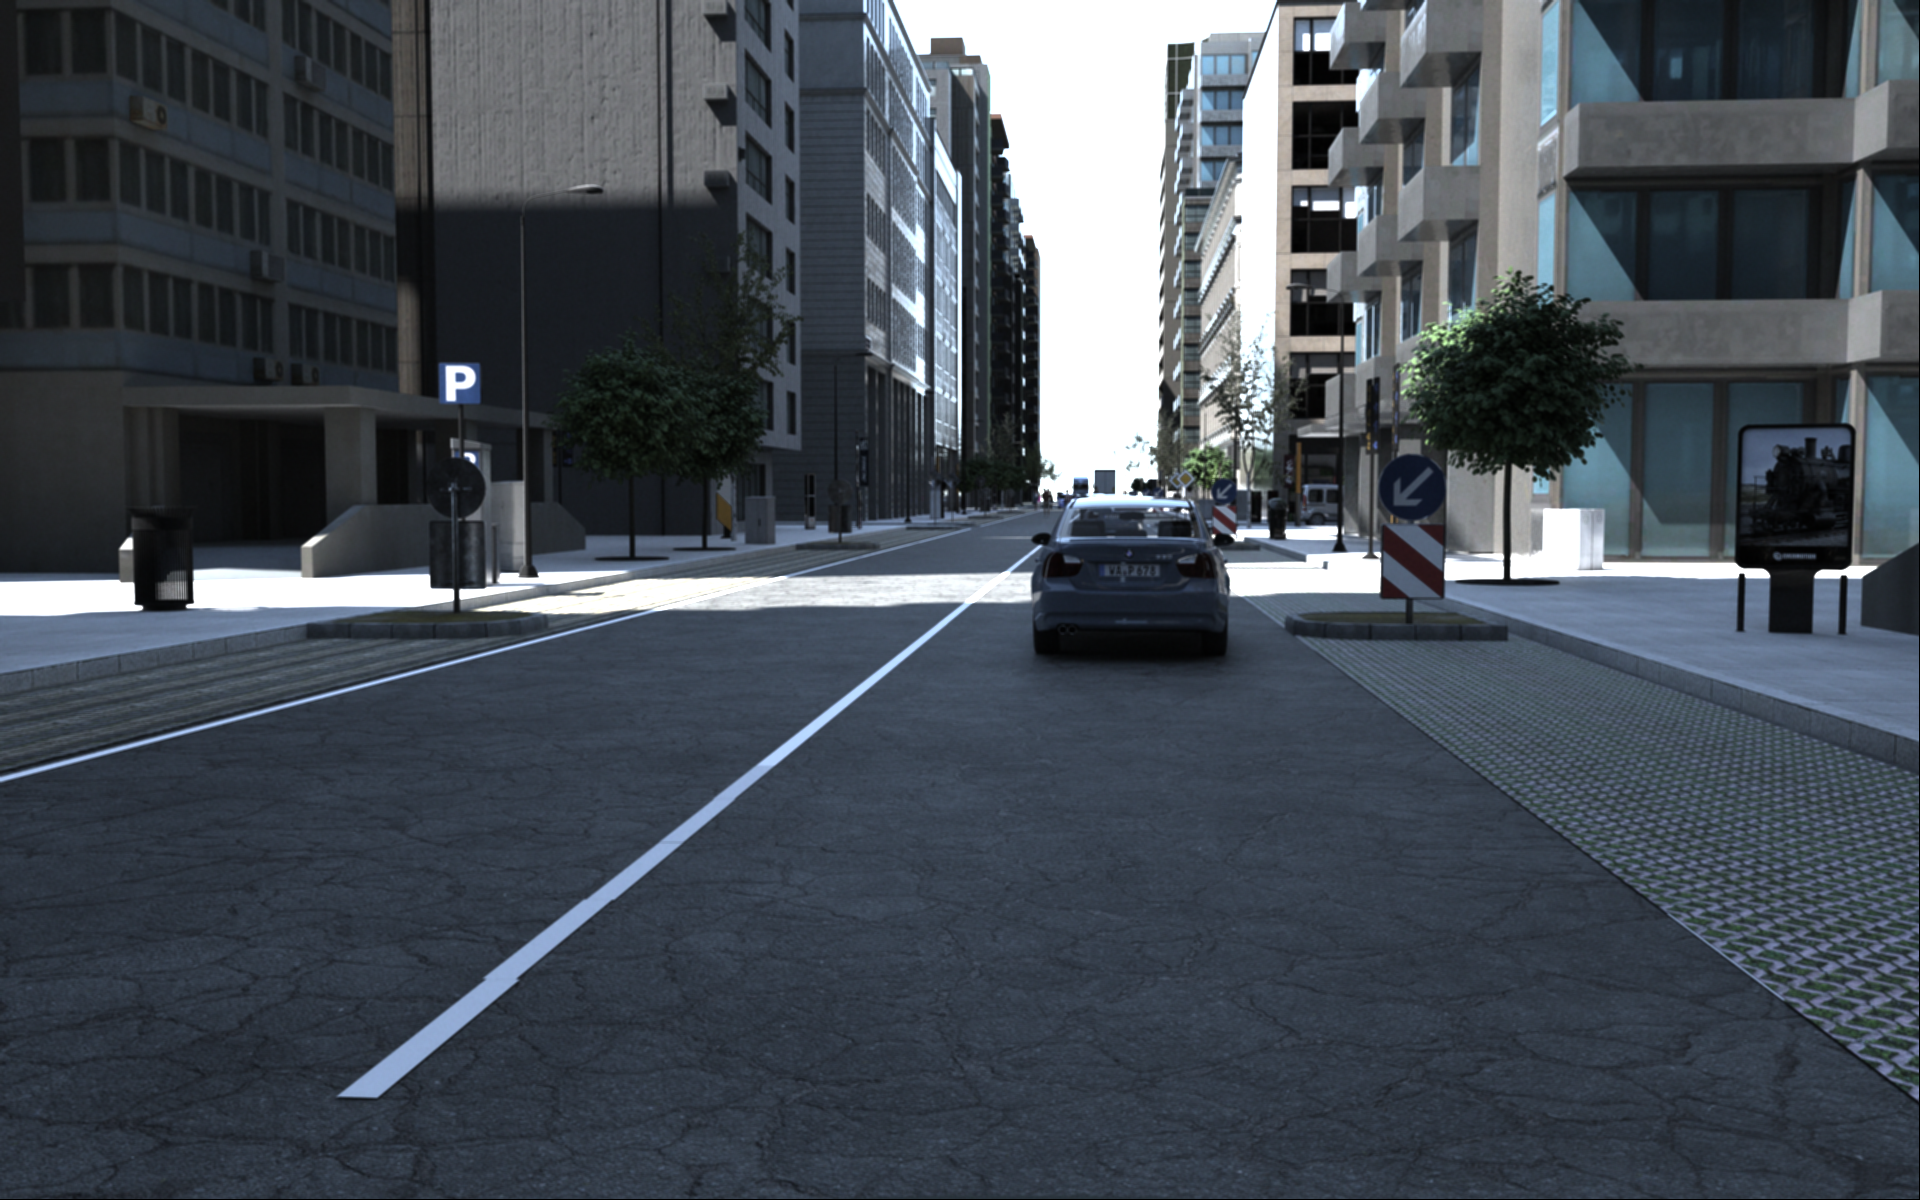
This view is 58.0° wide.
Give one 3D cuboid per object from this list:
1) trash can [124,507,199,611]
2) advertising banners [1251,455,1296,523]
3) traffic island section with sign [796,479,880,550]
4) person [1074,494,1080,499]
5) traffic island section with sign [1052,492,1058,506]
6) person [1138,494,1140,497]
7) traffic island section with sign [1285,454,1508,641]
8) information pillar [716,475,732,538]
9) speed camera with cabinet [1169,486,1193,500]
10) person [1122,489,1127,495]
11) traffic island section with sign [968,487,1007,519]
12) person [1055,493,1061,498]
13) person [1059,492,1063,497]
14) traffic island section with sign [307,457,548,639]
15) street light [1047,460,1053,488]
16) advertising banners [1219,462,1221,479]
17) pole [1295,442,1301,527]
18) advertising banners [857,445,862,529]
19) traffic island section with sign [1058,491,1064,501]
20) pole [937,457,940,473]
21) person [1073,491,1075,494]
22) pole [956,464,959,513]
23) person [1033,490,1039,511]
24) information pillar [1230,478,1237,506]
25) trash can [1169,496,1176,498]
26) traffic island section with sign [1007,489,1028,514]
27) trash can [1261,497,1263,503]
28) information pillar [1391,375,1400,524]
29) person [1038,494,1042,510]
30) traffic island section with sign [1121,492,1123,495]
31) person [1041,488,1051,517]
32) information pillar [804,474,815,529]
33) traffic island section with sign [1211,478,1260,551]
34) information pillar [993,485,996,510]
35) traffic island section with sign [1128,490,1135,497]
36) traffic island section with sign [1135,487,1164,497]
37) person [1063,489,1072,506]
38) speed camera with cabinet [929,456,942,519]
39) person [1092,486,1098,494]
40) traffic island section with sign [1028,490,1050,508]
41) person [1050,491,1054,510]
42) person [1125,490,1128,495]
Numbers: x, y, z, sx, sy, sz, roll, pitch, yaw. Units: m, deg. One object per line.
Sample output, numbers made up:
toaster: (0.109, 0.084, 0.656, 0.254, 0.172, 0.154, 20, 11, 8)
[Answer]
trash can: (-8.816, -0.459, 19.163, 0.748, 1.137, 0.748, 0, 3, 0)
advertising banners: (13.864, -4.934, 76.866, 2.074, 3.025, 0.090, 0, 4, -4)
traffic island section with sign: (-3.126, -2.226, 45.022, 1.989, 1.847, 2.006, 0, 4, 5)
person: (11.783, -9.923, 173.976, 0.697, 1.427, 0.421, -1, 4, -22)
traffic island section with sign: (10.205, -11.973, 204.382, 1.989, 1.847, 2.006, 0, 4, 5)
person: (16.559, -9.105, 160.620, 0.557, 1.426, 1.065, 3, 5, 43)
traffic island section with sign: (4.399, -0.561, 17.795, 1.989, 1.847, 2.006, 0, 4, 5)
information pillar: (-6.819, -3.593, 50.105, 0.504, 3.616, 0.183, -3, 4, -38)
speed camera with cabinet: (19.047, -9.481, 149.350, 2.038, 3.252, 0.660, -2, 4, -25)
person: (13.112, -7.969, 138.573, 0.755, 1.850, 0.659, -1, 4, -11)
traffic island section with sign: (1.515, -5.619, 100.491, 1.989, 1.847, 2.006, 0, 4, 5)
person: (11.938, -12.055, 206.324, 1.217, 1.736, 0.721, 1, 4, 13)
person: (11.829, -11.917, 204.127, 0.721, 1.735, 1.217, -1, 4, -20)
traffic island section with sign: (-5.393, -0.570, 17.947, 1.989, 1.847, 2.006, 0, 4, 5)
street light: (11.612, -16.244, 238.134, 1.470, 5.913, 1.316, 0, 4, 5)
advertising banners: (14.035, -6.007, 94.408, 0.090, 3.025, 2.074, 1, 4, 18)
pole: (13.349, -4.559, 68.381, 0.158, 3.312, 0.155, 0, 3, 0)
advertising banners: (-3.682, -4.099, 63.205, 0.090, 3.025, 2.074, 0, 4, 1)
traffic island section with sign: (14.800, -15.323, 259.151, 1.989, 1.847, 2.006, 0, 4, 5)
pole: (-1.190, -6.154, 94.456, 0.158, 3.312, 0.155, 0, 3, 0)
person: (13.935, -12.343, 210.864, 0.434, 1.755, 0.990, 2, 4, 30)
pole: (-0.172, -7.534, 117.027, 0.158, 3.312, 0.155, 0, 3, 0)
person: (6.578, -8.623, 149.513, 0.581, 1.822, 0.654, 1, 4, 15)
information pillar: (12.770, -4.667, 80.801, 0.304, 2.012, 0.304, 1, 4, 12)
trash can: (16.024, -7.251, 130.201, 0.748, 1.137, 0.748, 0, 3, 0)
traffic island section with sign: (3.772, -7.272, 127.525, 1.989, 1.847, 2.006, 0, 4, 5)
trash can: (13.474, -4.130, 79.174, 0.748, 1.137, 0.748, 0, 3, 0)
information pillar: (8.527, -2.602, 33.904, 0.183, 3.616, 0.504, 1, 4, 18)
person: (7.048, -8.722, 154.323, 0.991, 1.433, 0.599, 1, 4, 23)
traffic island section with sign: (17.643, -10.241, 176.072, 1.989, 1.847, 2.006, 0, 4, 5)
person: (5.366, -6.028, 107.031, 0.573, 1.828, 0.580, 3, 5, 40)
information pillar: (-5.458, -3.579, 63.002, 0.304, 2.012, 0.304, -2, 4, -30)
traffic island section with sign: (6.651, -2.204, 44.656, 1.989, 1.847, 2.006, 0, 4, 5)
information pillar: (2.758, -8.185, 138.313, 0.304, 2.012, 0.304, 0, 3, 0)
traffic island section with sign: (13.507, -7.216, 126.610, 1.989, 1.847, 2.006, 0, 4, 5)
traffic island section with sign: (11.205, -5.538, 99.167, 1.989, 1.847, 2.006, 0, 4, 5)
person: (6.290, -5.583, 100.612, 0.563, 1.720, 0.643, -2, 4, -35)
speed camera with cabinet: (-1.259, -5.819, 89.476, 0.660, 3.252, 2.038, 0, 4, 0)
person: (8.349, -5.989, 105.783, 0.474, 1.900, 0.648, -3, 4, -36)
traffic island section with sign: (7.895, -10.285, 176.785, 1.989, 1.847, 2.006, 0, 4, 5)
person: (8.484, -9.201, 159.644, 0.721, 1.735, 1.217, 0, 4, -6)
person: (15.492, -9.337, 161.185, 0.705, 1.821, 1.348, -1, 4, -15)
